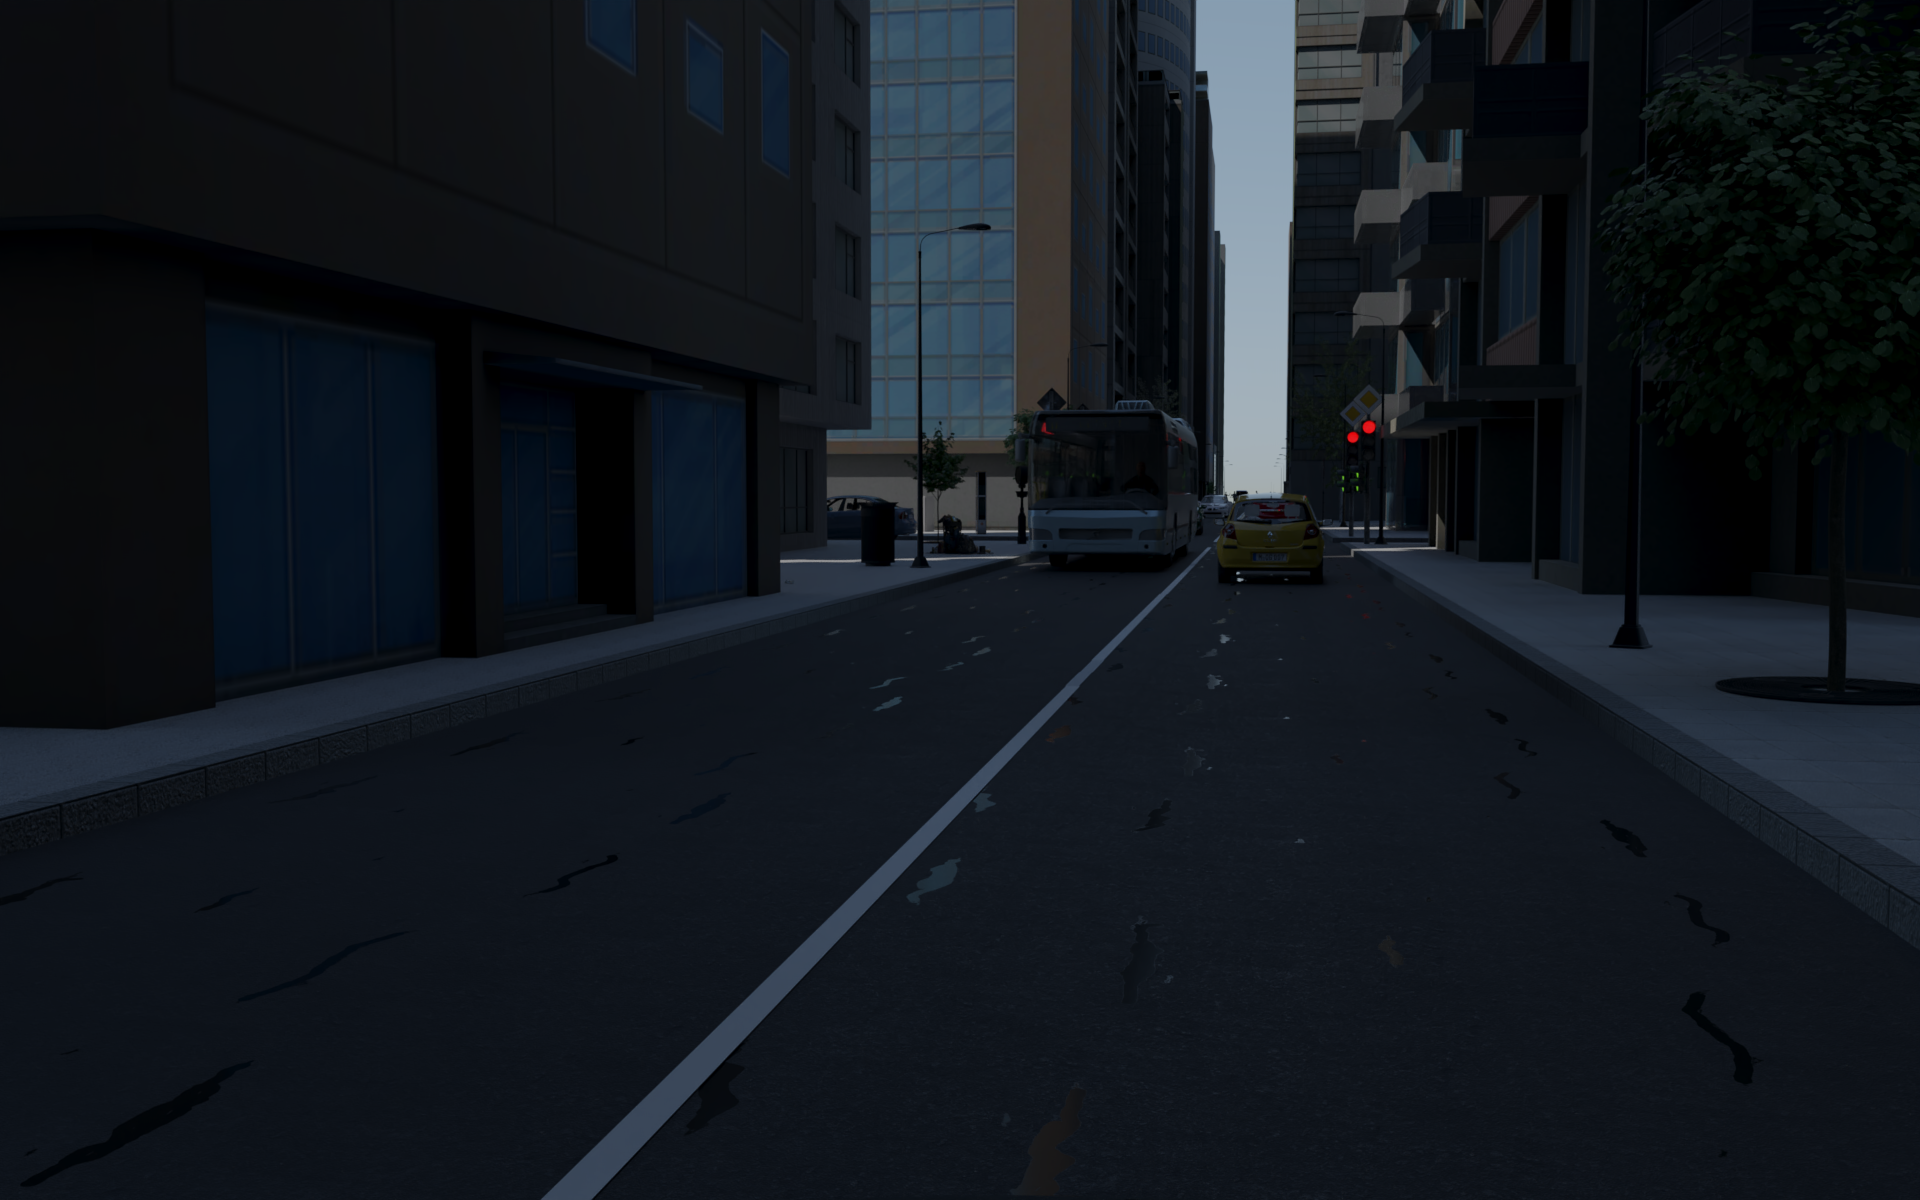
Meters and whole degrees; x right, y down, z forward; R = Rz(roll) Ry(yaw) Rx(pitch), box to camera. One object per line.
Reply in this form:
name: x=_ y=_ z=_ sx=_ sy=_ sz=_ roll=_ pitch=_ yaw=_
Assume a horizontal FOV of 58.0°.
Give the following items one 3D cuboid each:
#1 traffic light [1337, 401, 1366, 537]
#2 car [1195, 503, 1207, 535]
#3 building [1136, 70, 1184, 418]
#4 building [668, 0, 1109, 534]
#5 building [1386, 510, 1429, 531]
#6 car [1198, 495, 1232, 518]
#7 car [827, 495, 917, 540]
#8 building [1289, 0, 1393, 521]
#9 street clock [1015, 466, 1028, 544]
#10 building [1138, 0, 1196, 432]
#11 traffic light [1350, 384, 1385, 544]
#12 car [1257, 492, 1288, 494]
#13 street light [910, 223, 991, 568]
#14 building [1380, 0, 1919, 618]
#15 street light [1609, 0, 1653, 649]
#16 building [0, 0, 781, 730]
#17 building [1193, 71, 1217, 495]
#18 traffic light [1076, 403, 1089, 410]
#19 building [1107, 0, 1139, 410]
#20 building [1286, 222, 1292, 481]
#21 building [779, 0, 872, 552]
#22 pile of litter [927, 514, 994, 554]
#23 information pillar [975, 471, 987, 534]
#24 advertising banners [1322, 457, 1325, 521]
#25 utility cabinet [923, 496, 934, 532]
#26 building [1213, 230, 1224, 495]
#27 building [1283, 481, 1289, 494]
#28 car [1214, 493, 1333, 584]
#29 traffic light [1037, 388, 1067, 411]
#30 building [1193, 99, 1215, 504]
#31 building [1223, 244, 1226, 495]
traffic light: x=11.792 y=-3.870 z=52.189 sx=0.839 sy=4.253 sz=0.868 roll=1 pitch=4 yaw=10
car: x=7.767 y=-3.067 z=61.943 sx=2.131 sy=1.459 sz=4.920 roll=1 pitch=4 yaw=9
building: x=8.005 y=-21.277 z=119.577 sx=14.160 sy=30.474 sz=14.107 roll=1 pitch=4 yaw=10
building: x=-1.799 y=-25.472 z=66.577 sx=14.600 sy=45.320 sz=14.200 roll=1 pitch=4 yaw=10
building: x=29.576 y=-26.968 z=60.530 sx=30.456 sy=49.044 sz=23.786 roll=1 pitch=4 yaw=10
car: x=15.372 y=-5.631 z=104.420 sx=2.083 sy=1.381 sz=4.827 roll=1 pitch=4 yaw=12
car: x=-3.510 y=-2.355 z=50.509 sx=4.499 sy=1.417 sz=2.014 roll=1 pitch=4 yaw=11
building: x=24.155 y=-24.763 z=88.463 sx=14.154 sy=41.232 sz=14.086 roll=1 pitch=4 yaw=10
street clock: x=1.590 y=-2.436 z=44.397 sx=0.358 sy=2.002 sz=0.471 roll=-1 pitch=4 yaw=-18
building: x=8.205 y=-36.724 z=142.435 sx=21.231 sy=58.520 sz=28.212 roll=1 pitch=4 yaw=10
traffic light: x=10.418 y=-3.389 z=44.323 sx=0.839 sy=4.253 sz=0.868 roll=1 pitch=4 yaw=10
car: x=11.365 y=-3.305 z=63.080 sx=2.155 sy=1.783 sz=4.494 roll=1 pitch=4 yaw=8
street light: x=-0.160 y=-3.509 z=29.920 sx=1.470 sy=5.913 sz=1.316 roll=1 pitch=4 yaw=10
building: x=18.846 y=-22.792 z=27.282 sx=22.147 sy=44.769 sz=28.867 roll=1 pitch=4 yaw=10
street light: x=5.079 y=-2.561 z=14.406 sx=1.470 sy=5.913 sz=1.316 roll=1 pitch=4 yaw=10
building: x=-9.944 y=-22.363 z=15.750 sx=14.600 sy=45.320 sz=14.200 roll=1 pitch=4 yaw=10
building: x=24.659 y=-56.688 z=239.518 sx=22.319 sy=86.520 sz=31.000 roll=1 pitch=4 yaw=10
traffic light: x=3.799 y=-3.954 z=53.564 sx=0.839 sy=4.253 sz=0.868 roll=1 pitch=4 yaw=10
building: x=1.091 y=-39.925 z=91.025 sx=20.563 sy=71.187 sz=20.611 roll=1 pitch=4 yaw=10
building: x=58.951 y=-38.195 z=274.596 sx=14.600 sy=45.320 sz=14.200 roll=1 pitch=4 yaw=10
building: x=-9.692 y=-21.747 z=39.164 sx=14.086 sy=41.232 sz=14.154 roll=1 pitch=4 yaw=10
pile of litter: x=-0.080 y=-1.431 z=37.364 sx=1.176 sy=0.858 sz=1.719 roll=-3 pitch=5 yaw=-45
information pillar: x=0.670 y=-3.095 z=55.101 sx=0.304 sy=2.012 sz=0.304 roll=-1 pitch=4 yaw=-11
advertising banners: x=15.787 y=-4.834 z=75.231 sx=0.090 sy=3.025 sz=2.074 roll=1 pitch=4 yaw=12
utility cabinet: x=-1.169 y=-2.929 z=59.049 sx=0.306 sy=1.237 sz=1.020 roll=1 pitch=4 yaw=17
building: x=32.071 y=-35.404 z=262.451 sx=14.154 sy=41.232 sz=14.086 roll=1 pitch=4 yaw=10
building: x=64.336 y=-34.397 z=254.278 sx=32.217 sy=40.220 sz=23.993 roll=1 pitch=4 yaw=10
car: x=5.272 y=-1.163 z=29.234 sx=2.015 sy=1.641 sz=3.980 roll=1 pitch=4 yaw=11
traffic light: x=2.425 y=-3.473 z=45.698 sx=0.839 sy=4.253 sz=0.868 roll=1 pitch=4 yaw=10
building: x=20.960 y=-33.268 z=194.038 sx=14.600 sy=45.320 sz=14.200 roll=1 pitch=4 yaw=10
building: x=35.030 y=-36.272 z=276.642 sx=14.154 sy=41.232 sz=14.086 roll=1 pitch=4 yaw=10
